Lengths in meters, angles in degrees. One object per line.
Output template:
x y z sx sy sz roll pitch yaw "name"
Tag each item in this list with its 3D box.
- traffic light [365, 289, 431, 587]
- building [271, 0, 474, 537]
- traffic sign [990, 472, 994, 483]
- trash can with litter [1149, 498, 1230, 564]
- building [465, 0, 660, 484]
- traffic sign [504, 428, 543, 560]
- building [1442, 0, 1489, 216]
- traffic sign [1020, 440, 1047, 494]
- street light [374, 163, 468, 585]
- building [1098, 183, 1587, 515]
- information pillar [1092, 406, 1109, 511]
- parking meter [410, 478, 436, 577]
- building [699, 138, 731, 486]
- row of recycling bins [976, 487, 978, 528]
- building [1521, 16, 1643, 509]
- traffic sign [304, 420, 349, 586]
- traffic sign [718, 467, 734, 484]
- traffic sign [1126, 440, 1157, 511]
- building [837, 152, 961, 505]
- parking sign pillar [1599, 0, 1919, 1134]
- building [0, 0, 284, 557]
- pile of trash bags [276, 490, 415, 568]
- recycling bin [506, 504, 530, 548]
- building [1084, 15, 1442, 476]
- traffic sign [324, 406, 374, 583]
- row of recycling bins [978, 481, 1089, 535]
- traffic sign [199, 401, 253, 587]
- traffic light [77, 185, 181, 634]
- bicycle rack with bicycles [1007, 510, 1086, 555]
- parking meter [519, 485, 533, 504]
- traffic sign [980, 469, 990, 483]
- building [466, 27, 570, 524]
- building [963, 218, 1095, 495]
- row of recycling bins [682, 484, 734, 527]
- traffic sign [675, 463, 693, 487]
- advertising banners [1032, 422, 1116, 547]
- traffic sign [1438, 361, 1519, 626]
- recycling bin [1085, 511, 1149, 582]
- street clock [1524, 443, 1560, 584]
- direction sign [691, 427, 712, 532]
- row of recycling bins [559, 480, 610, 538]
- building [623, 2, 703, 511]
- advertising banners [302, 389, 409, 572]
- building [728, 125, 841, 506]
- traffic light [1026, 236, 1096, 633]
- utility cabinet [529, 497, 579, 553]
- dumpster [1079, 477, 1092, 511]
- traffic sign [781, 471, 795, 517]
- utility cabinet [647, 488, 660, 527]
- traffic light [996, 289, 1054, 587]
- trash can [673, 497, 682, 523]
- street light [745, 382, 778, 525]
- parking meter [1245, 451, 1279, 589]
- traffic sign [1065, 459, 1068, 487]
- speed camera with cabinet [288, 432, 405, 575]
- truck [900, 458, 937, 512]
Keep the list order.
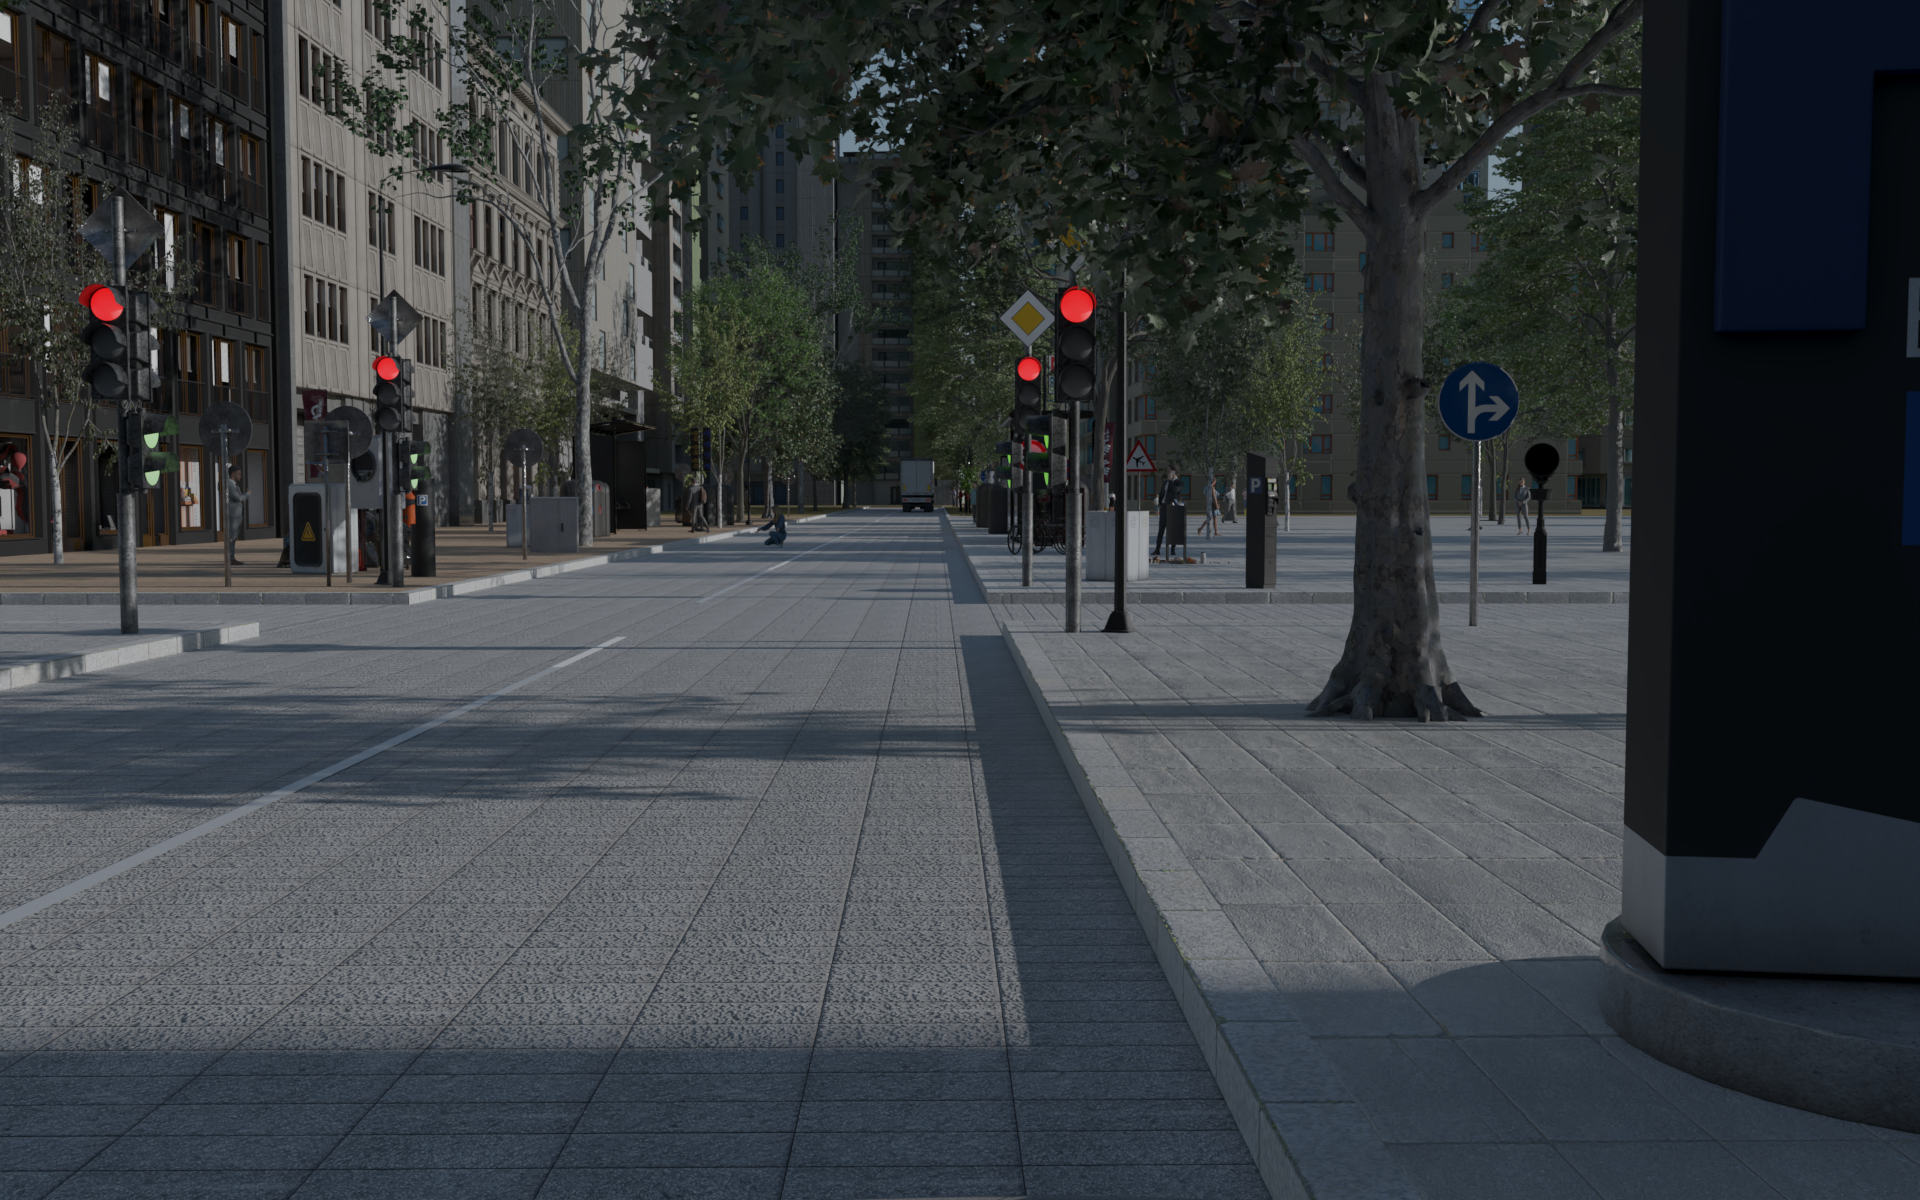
-7.742 -2.134 23.809 0.839 4.253 0.868 0 4 -1 "traffic light"
-25.682 -14.796 59.939 12.078 24.808 19.932 0 4 -1 "building"
1.658 -4.661 78.330 0.606 2.300 0.079 0 4 -1 "traffic sign"
3.881 -1.309 32.463 1.678 1.210 2.233 -2 4 -33 "trash can with litter"
-35.134 -31.944 111.521 28.713 52.752 27.495 0 4 -1 "building"
-8.481 -2.054 33.684 0.768 2.556 0.104 0 4 3 "traffic sign"
46.843 -54.489 203.560 31.000 86.520 22.319 0 4 -1 "building"
1.656 -2.472 40.530 0.768 2.556 0.104 0 4 2 "traffic sign"
-7.603 -3.176 24.477 1.470 5.913 1.316 0 4 -1 "street light"
24.940 -16.953 122.214 27.650 21.520 28.899 0 4 -1 "building"
3.774 -3.373 46.499 0.504 3.616 0.183 2 4 35 "information pillar"
-8.357 -1.133 26.936 0.372 1.533 0.369 0 3 0 "parking meter"
-32.038 -32.302 151.834 21.600 48.544 21.300 0 4 -1 "building"
1.100 -3.658 66.914 1.069 1.692 3.534 0 4 -3 "row of recycling bins"
63.616 -32.388 153.251 21.600 48.544 21.300 0 4 -1 "building"
-8.770 -1.338 24.008 0.606 2.300 0.079 0 4 -1 "traffic sign"
-11.152 -5.041 82.529 0.768 2.556 0.104 0 4 7 "traffic sign"
4.280 -2.539 41.511 0.884 2.594 0.081 0 4 4 "traffic sign"
-6.995 -31.608 200.391 14.086 41.232 14.154 0 4 -1 "building"
2.279 -0.948 3.971 1.447 3.967 1.447 0 4 8 "parking sign pillar"
-25.681 -12.963 41.624 12.332 23.373 15.834 0 4 -1 "building"
-10.751 -1.329 31.480 1.912 1.369 3.447 1 4 12 "pile of trash bags"
-10.576 -1.795 41.900 0.722 1.027 0.722 -1 4 -9 "recycling bin"
25.283 -34.297 150.002 28.713 52.752 27.495 0 4 -1 "building"
-8.830 -1.521 24.967 0.768 2.556 0.104 0 4 3 "traffic sign"
2.469 -2.938 55.152 3.534 1.692 1.069 2 4 30 "row of recycling bins"
-10.087 -1.449 23.792 0.768 2.556 0.104 0 4 5 "traffic sign"
-7.627 -1.645 15.824 0.839 4.253 0.868 0 4 -1 "traffic light"
2.176 -1.456 37.187 2.925 0.926 2.852 -3 4 -38 "bicycle rack with bicycles"
-11.817 -2.371 47.179 0.372 1.533 0.369 0 3 0 "parking meter"
1.416 -5.385 88.147 0.768 2.556 0.104 0 4 7 "traffic sign"
-25.358 -15.369 80.153 11.050 23.489 19.941 0 4 -1 "building"
15.618 -35.823 205.313 30.456 49.044 23.786 0 4 -1 "building"
-10.076 -3.829 69.725 1.069 1.692 3.534 1 4 19 "row of recycling bins"
-11.491 -4.401 72.070 0.768 2.556 0.104 0 4 0 "traffic sign"
2.767 -2.813 42.187 2.074 3.025 0.090 1 4 11 "advertising banners"
4.990 -1.019 16.759 0.768 2.556 0.104 0 4 4 "traffic sign"
2.335 -0.805 25.713 0.722 1.027 0.722 2 4 33 "recycling bin"
8.256 -1.226 24.618 0.471 2.002 0.358 1 4 16 "street clock"
-8.803 -4.094 58.930 0.876 3.537 0.379 2 4 31 "direction sign"
-11.048 -2.678 50.891 1.069 1.692 3.534 0 4 1 "row of recycling bins"
-27.794 -27.470 132.732 14.154 41.232 14.086 0 4 -1 "building"
-10.047 -1.990 28.718 2.074 3.025 0.090 1 4 20 "advertising banners"
-28.185 -40.399 202.530 28.212 58.520 21.231 0 4 -1 "building"
1.033 -1.654 15.965 0.839 4.253 0.868 0 4 -1 "traffic light"
-8.912 -1.644 38.040 1.020 1.237 0.306 0 4 -4 "utility cabinet"
4.227 -3.199 58.060 1.264 1.857 1.865 0 4 -1 "dumpster"
-9.596 -5.912 96.774 0.768 2.556 0.104 0 4 0 "traffic sign"
-12.070 -3.568 67.021 0.318 1.500 1.173 2 4 28 "utility cabinet"
0.918 -2.142 23.949 0.839 4.253 0.868 0 4 -1 "traffic light"
-12.194 -3.931 75.924 0.748 1.137 0.748 0 3 0 "trash can"
-8.230 -6.073 71.837 1.470 5.913 1.316 0 4 -1 "street light"
4.108 -1.091 23.549 0.255 1.863 0.399 -3 5 -40 "parking meter"
3.885 -3.871 63.404 0.768 2.556 0.104 0 4 2 "traffic sign"
-9.748 -2.026 27.468 2.038 3.252 0.660 2 4 29 "speed camera with cabinet"
-3.344 -9.211 139.519 2.839 4.237 11.283 0 4 0 "truck"
